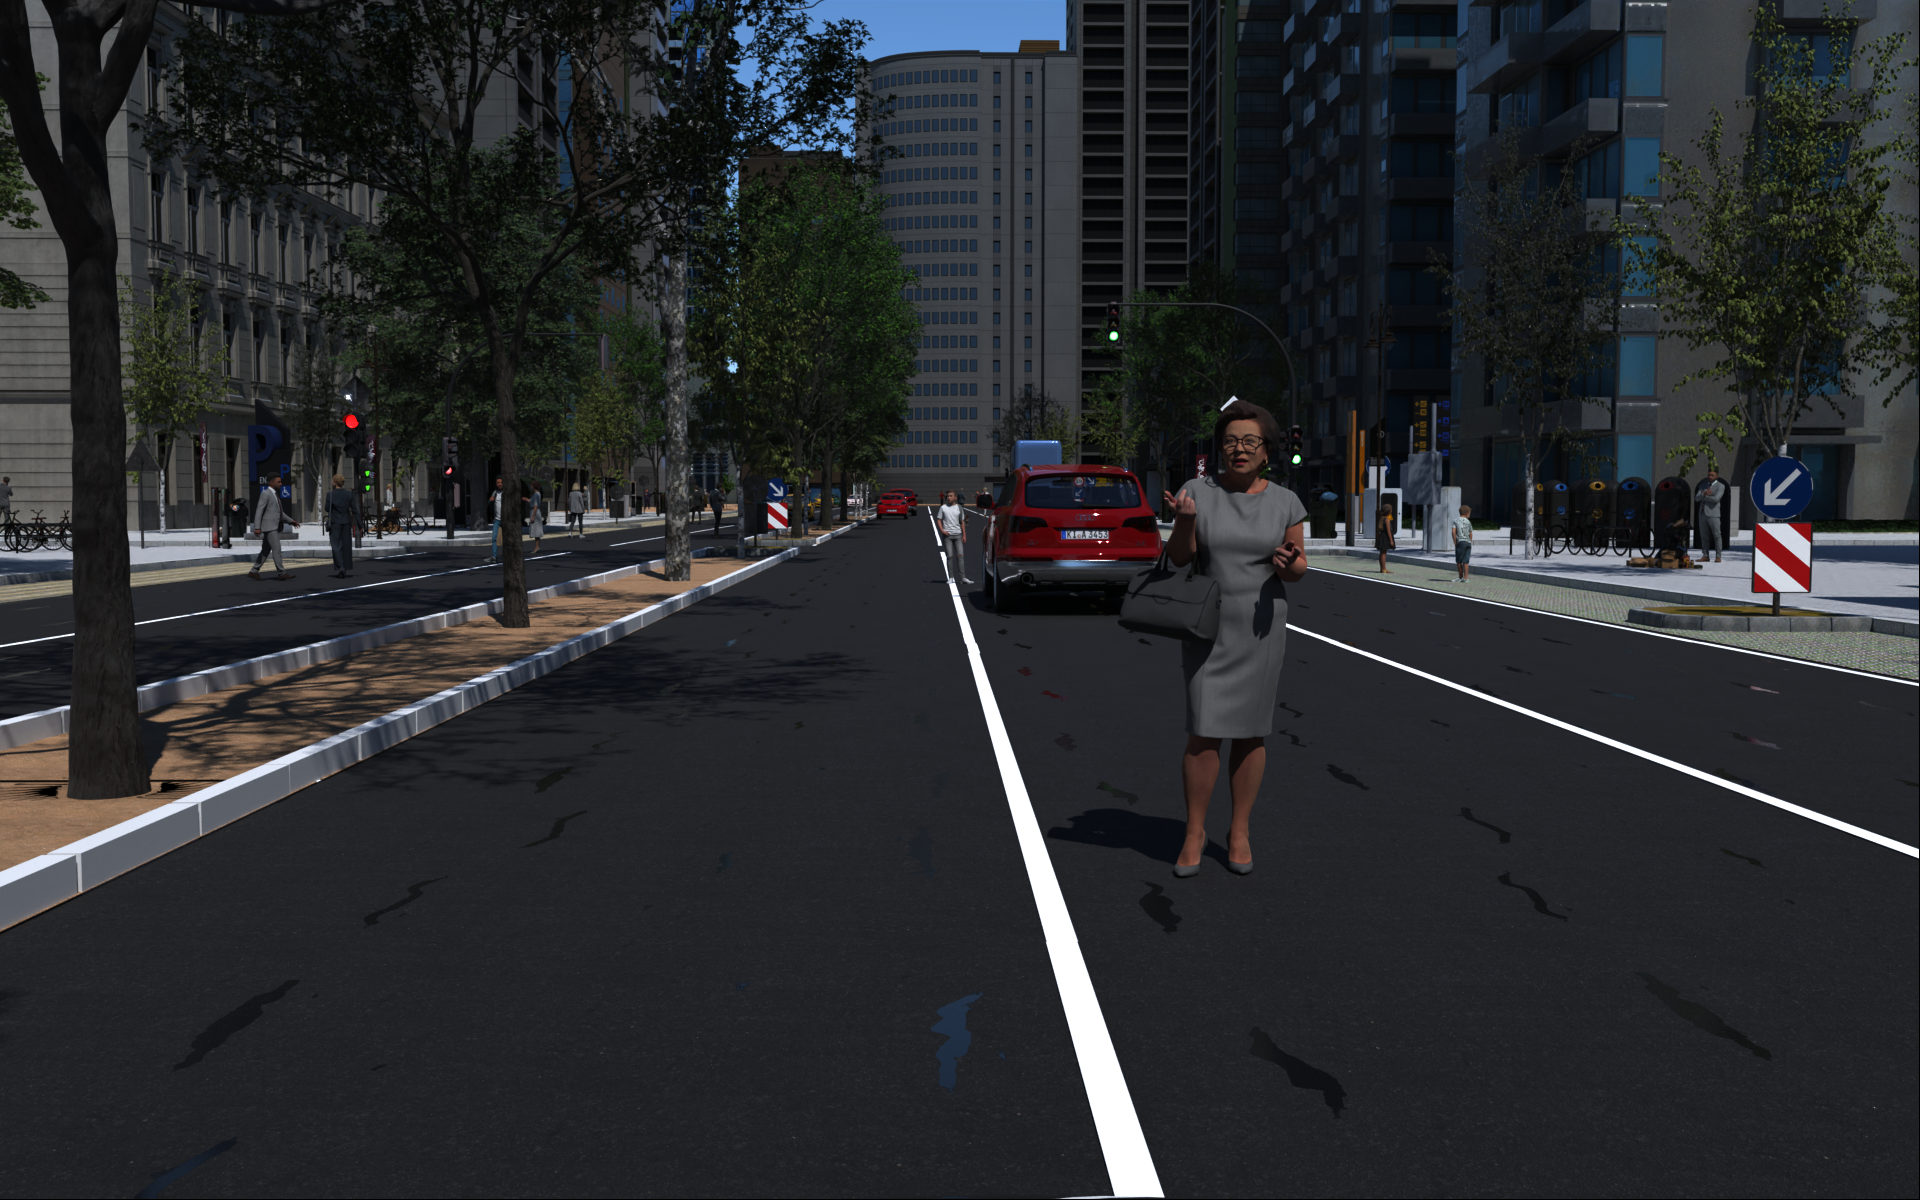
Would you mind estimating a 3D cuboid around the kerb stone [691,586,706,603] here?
[{"bbox_3d":[-3.545,-0.054,23.076,0.120,0.150,1.000,0,4,-1],"label":"kerb stone"}]

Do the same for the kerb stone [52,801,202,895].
[{"bbox_3d":[-3.208,0.949,6.685,0.120,0.150,1.000,0,4,-1],"label":"kerb stone"}]

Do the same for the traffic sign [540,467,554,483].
[{"bbox_3d":[-19.098,-4.883,79.941,0.768,2.556,0.104,0,4,0],"label":"traffic sign"}]

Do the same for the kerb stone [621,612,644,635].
[{"bbox_3d":[-3.441,0.260,17.947,0.120,0.150,1.000,0,4,-1],"label":"kerb stone"}]

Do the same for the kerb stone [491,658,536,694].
[{"bbox_3d":[-3.334,0.573,12.828,0.120,0.150,1.000,0,4,-1],"label":"kerb stone"}]

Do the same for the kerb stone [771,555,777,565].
[{"bbox_3d":[-3.775,-0.742,34.333,0.120,0.150,1.000,0,4,-1],"label":"kerb stone"}]

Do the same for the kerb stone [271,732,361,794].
[{"bbox_3d":[-3.257,0.825,8.734,0.120,0.150,1.000,0,4,-1],"label":"kerb stone"}]

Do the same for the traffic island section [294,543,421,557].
[{"bbox_3d":[-14.276,-1.148,41.044,2.009,0.180,2.903,0,4,-1],"label":"traffic island section"}]

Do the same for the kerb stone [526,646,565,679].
[{"bbox_3d":[-3.347,0.510,13.850,0.120,0.150,1.000,0,4,-1],"label":"kerb stone"}]

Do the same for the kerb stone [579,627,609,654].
[{"bbox_3d":[-3.401,0.385,15.903,0.120,0.150,1.000,0,4,-1],"label":"kerb stone"}]

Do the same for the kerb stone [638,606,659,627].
[{"bbox_3d":[-3.458,0.197,18.976,0.120,0.150,1.000,0,4,-1],"label":"kerb stone"}]

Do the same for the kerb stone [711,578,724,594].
[{"bbox_3d":[-3.582,-0.179,25.127,0.120,0.150,1.000,0,4,-1],"label":"kerb stone"}]

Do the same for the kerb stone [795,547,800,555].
[{"bbox_3d":[-3.898,-1.117,40.480,0.120,0.150,1.000,0,4,-1],"label":"kerb stone"}]

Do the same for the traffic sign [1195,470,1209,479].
[{"bbox_3d":[12.594,-5.511,90.211,0.768,2.556,0.104,0,3,0],"label":"traffic sign"}]

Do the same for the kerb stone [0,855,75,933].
[{"bbox_3d":[-3.193,1.012,5.663,0.120,0.150,1.000,0,4,-1],"label":"kerb stone"}]

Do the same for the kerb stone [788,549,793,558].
[{"bbox_3d":[-3.857,-0.993,38.430,0.120,0.150,1.000,0,4,-1],"label":"kerb stone"}]

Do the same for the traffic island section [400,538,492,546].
[{"bbox_3d":[-14.440,-1.636,49.028,2.009,0.180,2.903,0,4,-1],"label":"traffic island section"}]

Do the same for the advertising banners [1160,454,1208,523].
[{"bbox_3d":[9.813,-4.877,75.924,2.074,3.025,0.090,0,4,4],"label":"advertising banners"}]

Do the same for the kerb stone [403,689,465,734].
[{"bbox_3d":[-3.293,0.698,10.781,0.120,0.150,1.000,0,4,-1],"label":"kerb stone"}]

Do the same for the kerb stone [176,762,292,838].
[{"bbox_3d":[-3.230,0.886,7.713,0.120,0.150,1.000,0,4,-1],"label":"kerb stone"}]

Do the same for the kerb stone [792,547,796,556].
[{"bbox_3d":[-3.884,-1.056,39.457,0.120,0.150,1.000,0,4,-1],"label":"kerb stone"}]

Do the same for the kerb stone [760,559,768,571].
[{"bbox_3d":[-3.736,-0.617,32.290,0.120,0.150,1.000,0,4,-1],"label":"kerb stone"}]

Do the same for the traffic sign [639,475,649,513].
[{"bbox_3d":[-21.390,-7.163,117.224,0.768,2.556,0.104,1,4,8],"label":"traffic sign"}]

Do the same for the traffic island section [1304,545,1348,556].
[{"bbox_3d":[7.961,-1.175,41.493,2.009,0.180,2.903,0,4,-1],"label":"traffic island section"}]

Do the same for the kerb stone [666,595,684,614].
[{"bbox_3d":[-3.511,0.071,21.032,0.120,0.150,1.000,0,4,-1],"label":"kerb stone"}]

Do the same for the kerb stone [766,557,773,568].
[{"bbox_3d":[-3.756,-0.680,33.312,0.120,0.150,1.000,0,4,-1],"label":"kerb stone"}]

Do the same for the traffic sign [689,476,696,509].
[{"bbox_3d":[-19.034,-7.489,122.549,0.768,2.556,0.104,0,4,7],"label":"traffic sign"}]

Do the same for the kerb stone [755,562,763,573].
[{"bbox_3d":[-3.718,-0.554,31.265,0.120,0.150,1.000,0,4,-1],"label":"kerb stone"}]

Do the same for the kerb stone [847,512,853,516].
[{"bbox_3d":[-7.646,-6.042,120.984,0.120,0.150,1.000,0,4,-1],"label":"kerb stone"}]

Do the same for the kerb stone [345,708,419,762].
[{"bbox_3d":[-3.272,0.761,9.759,0.120,0.150,1.000,0,4,-1],"label":"kerb stone"}]

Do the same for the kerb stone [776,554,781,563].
[{"bbox_3d":[-3.801,-0.805,35.355,0.120,0.150,1.000,0,4,-1],"label":"kerb stone"}]

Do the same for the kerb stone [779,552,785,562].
[{"bbox_3d":[-3.821,-0.867,36.377,0.120,0.150,1.000,0,4,-1],"label":"kerb stone"}]

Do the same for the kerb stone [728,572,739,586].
[{"bbox_3d":[-3.628,-0.304,27.174,0.120,0.150,1.000,0,4,-1],"label":"kerb stone"}]

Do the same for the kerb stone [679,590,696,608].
[{"bbox_3d":[-3.525,0.009,22.054,0.120,0.150,1.000,0,4,-1],"label":"kerb stone"}]

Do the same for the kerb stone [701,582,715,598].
[{"bbox_3d":[-3.567,-0.117,24.105,0.120,0.150,1.000,0,4,-1],"label":"kerb stone"}]

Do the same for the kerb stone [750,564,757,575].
[{"bbox_3d":[-3.690,-0.492,30.239,0.120,0.150,1.000,0,4,-1],"label":"kerb stone"}]

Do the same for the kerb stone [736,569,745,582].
[{"bbox_3d":[-3.648,-0.367,28.195,0.120,0.150,1.000,0,4,-1],"label":"kerb stone"}]

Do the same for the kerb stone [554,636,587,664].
[{"bbox_3d":[-3.383,0.448,14.872,0.120,0.150,1.000,0,4,-1],"label":"kerb stone"}]

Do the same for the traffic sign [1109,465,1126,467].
[{"bbox_3d":[10.568,-7.829,121.876,2.265,3.308,0.079,0,4,-1],"label":"traffic sign"}]

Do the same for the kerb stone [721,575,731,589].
[{"bbox_3d":[-3.610,-0.242,26.149,0.120,0.150,1.000,0,4,-1],"label":"kerb stone"}]

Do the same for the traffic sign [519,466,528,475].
[{"bbox_3d":[-19.833,-4.772,78.129,0.768,2.556,0.104,0,4,1],"label":"traffic sign"}]

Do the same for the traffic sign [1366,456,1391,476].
[{"bbox_3d":[13.284,-3.362,55.070,0.768,2.556,0.104,0,4,1],"label":"traffic sign"}]

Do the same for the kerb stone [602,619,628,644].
[{"bbox_3d":[-3.417,0.324,16.925,0.120,0.150,1.000,0,4,-1],"label":"kerb stone"}]

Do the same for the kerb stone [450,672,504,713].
[{"bbox_3d":[-3.312,0.637,11.807,0.120,0.150,1.000,0,4,-1],"label":"kerb stone"}]

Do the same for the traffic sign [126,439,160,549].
[{"bbox_3d":[-19.191,-2.483,40.599,0.884,2.594,0.081,0,4,2],"label":"traffic sign"}]

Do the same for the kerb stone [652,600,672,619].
[{"bbox_3d":[-3.486,0.134,20.006,0.120,0.150,1.000,0,4,-1],"label":"kerb stone"}]

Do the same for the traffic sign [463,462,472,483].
[{"bbox_3d":[-19.011,-4.126,67.571,0.768,2.556,0.104,0,4,4],"label":"traffic sign"}]

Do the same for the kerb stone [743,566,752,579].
[{"bbox_3d":[-3.668,-0.429,29.217,0.120,0.150,1.000,0,4,-1],"label":"kerb stone"}]

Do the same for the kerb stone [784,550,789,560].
[{"bbox_3d":[-3.837,-0.930,37.408,0.120,0.150,1.000,0,4,-1],"label":"kerb stone"}]
